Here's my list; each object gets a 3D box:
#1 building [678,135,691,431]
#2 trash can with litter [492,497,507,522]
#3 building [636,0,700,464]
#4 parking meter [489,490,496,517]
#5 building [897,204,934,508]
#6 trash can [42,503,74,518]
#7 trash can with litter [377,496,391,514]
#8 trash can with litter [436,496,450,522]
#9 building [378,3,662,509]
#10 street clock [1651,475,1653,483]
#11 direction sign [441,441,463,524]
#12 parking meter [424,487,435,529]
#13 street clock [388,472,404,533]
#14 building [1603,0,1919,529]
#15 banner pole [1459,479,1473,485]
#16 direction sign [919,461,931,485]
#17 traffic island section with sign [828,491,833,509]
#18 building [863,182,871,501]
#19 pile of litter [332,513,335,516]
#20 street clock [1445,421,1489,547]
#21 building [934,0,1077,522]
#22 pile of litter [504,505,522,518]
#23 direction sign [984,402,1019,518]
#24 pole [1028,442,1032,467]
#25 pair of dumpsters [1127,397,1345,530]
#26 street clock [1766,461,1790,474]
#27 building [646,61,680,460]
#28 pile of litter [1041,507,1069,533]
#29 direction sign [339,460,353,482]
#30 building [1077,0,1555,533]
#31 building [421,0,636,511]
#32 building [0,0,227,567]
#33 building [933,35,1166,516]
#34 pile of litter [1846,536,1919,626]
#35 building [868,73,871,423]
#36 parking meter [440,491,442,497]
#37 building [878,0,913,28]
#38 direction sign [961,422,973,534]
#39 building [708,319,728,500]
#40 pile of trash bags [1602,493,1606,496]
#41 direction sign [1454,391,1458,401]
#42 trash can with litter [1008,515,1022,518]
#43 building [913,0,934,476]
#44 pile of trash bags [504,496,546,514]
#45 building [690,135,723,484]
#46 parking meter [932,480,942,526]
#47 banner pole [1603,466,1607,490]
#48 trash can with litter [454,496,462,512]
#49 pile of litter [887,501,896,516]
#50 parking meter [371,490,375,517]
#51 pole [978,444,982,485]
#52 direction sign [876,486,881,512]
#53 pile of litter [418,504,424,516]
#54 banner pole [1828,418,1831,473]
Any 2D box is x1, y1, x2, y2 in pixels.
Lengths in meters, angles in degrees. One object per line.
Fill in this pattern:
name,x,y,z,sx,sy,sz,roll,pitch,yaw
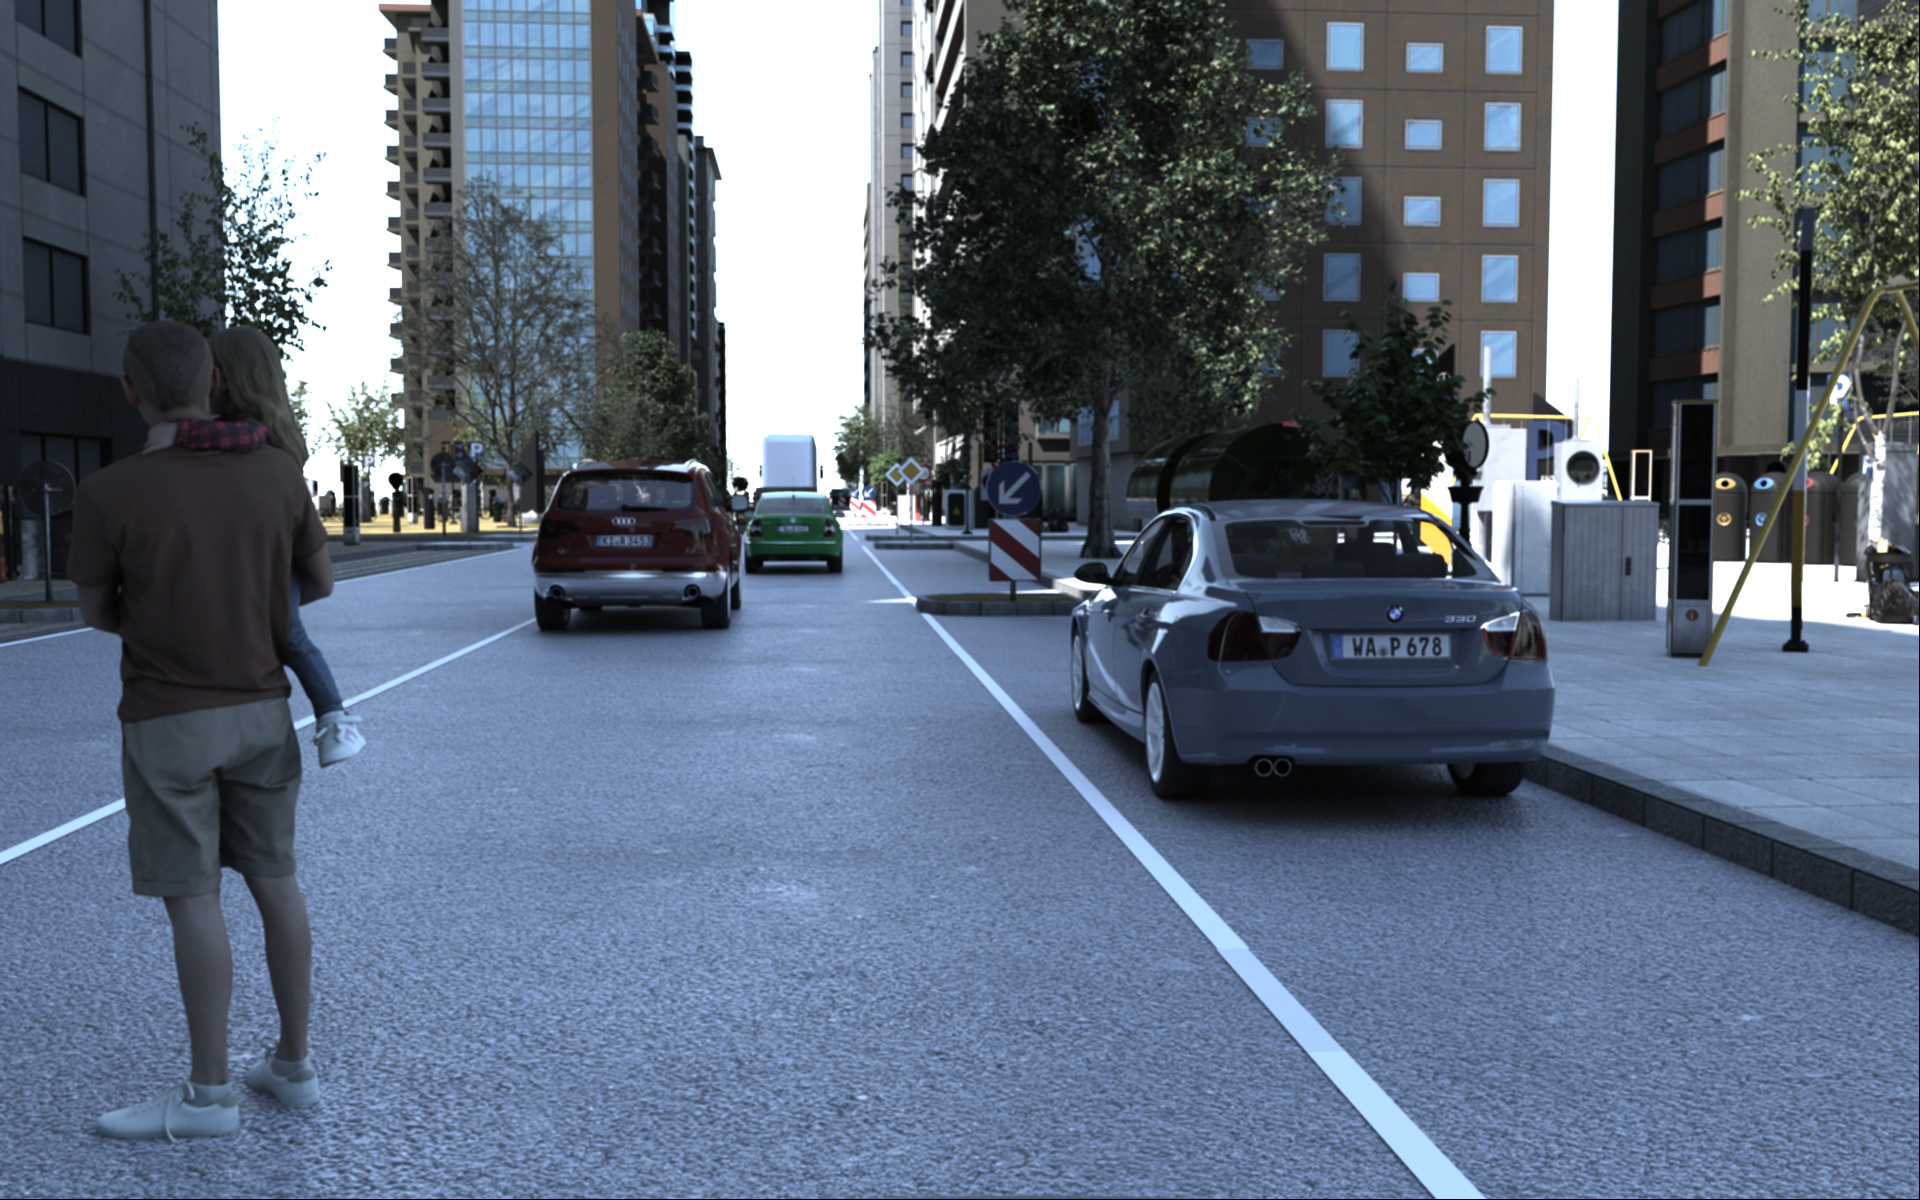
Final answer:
building,-37.263,-31.033,190.991,14.154,41.232,14.086,0,4,-5
trash can with litter,-20.749,-4.108,78.557,1.055,1.170,0.624,3,4,37
building,-44.706,-55.885,226.383,22.319,86.520,31.000,0,4,-5
parking meter,-26.372,-5.465,97.761,0.372,1.533,0.369,0,3,0
building,0.827,-24.215,167.622,14.160,30.474,14.107,0,4,-5
trash can,-14.613,-1.014,28.233,0.748,1.137,0.748,0,3,0
trash can with litter,-36.400,-5.993,109.371,0.624,1.170,1.055,1,4,10
trash can with litter,-23.946,-4.214,80.283,0.624,1.170,1.055,-1,4,-15
building,-38.498,-30.573,154.490,22.147,44.769,28.867,0,4,-5
street clock,22.825,-3.254,57.766,0.471,2.002,0.358,1,4,14
direction sign,-21.826,-5.048,74.535,0.876,3.537,0.379,-1,4,-15
parking meter,-19.407,-3.359,63.326,0.372,1.533,0.369,0,3,0
street clock,-18.761,-3.246,57.646,0.471,2.002,0.358,0,4,0
building,41.187,-25.384,69.651,28.867,44.769,22.147,0,4,-5
banner pole,16.370,-3.990,55.247,0.863,3.779,0.401,0,4,5
direction sign,-2.399,-7.770,119.038,0.876,3.537,0.379,1,4,19
traffic island section with sign,-10.604,-8.872,153.688,1.989,1.847,2.006,0,4,-5
building,-3.332,-38.658,255.755,21.300,48.544,21.600,0,4,-5
pile of litter,-37.705,-5.397,102.199,1.719,0.858,1.176,0,4,8
street clock,5.011,-0.773,17.201,0.471,2.002,0.358,-3,5,-40
building,10.000,-28.463,89.069,21.300,48.544,21.600,0,4,-5
pile of litter,-23.677,-4.784,92.183,1.719,0.858,1.176,-2,4,-29
direction sign,1.011,-3.102,42.722,0.876,3.537,0.379,1,4,14
pole,2.751,-4.549,68.211,0.158,3.312,0.155,0,3,0
pair of dumpsters,3.036,-1.035,19.423,1.574,2.255,4.437,0,4,-5
street clock,17.903,-2.040,37.928,0.358,2.002,0.471,-2,4,-34
building,-36.104,-32.179,176.242,14.600,45.320,14.200,0,4,-5
pile of litter,2.928,-2.696,58.037,1.719,0.858,1.176,-2,4,-26
direction sign,-41.169,-7.600,116.251,0.876,3.537,0.379,-1,4,-16
building,12.074,-25.277,63.382,14.200,45.320,14.600,0,4,-5
building,-32.458,-29.560,133.409,14.600,45.320,14.200,0,4,-5
building,-27.392,-36.275,31.356,20.611,71.187,20.563,0,4,-5
building,5.570,-28.797,120.948,14.600,45.320,14.200,0,4,-5
pile of litter,9.634,-0.216,17.502,1.176,0.858,1.719,2,4,24
building,-1.478,-42.120,230.658,21.231,58.520,28.212,0,4,-5
parking meter,-36.379,-6.936,121.817,0.372,1.533,0.369,0,3,0
building,1.673,-39.513,188.030,21.231,58.520,28.212,0,4,-5
direction sign,0.230,-3.861,55.129,0.379,3.537,0.876,1,4,12
building,-44.942,-31.011,278.729,14.160,30.474,14.107,0,4,-5
pile of trash bags,41.717,-6.077,109.118,3.447,1.369,1.912,-1,4,-9
direction sign,10.521,-2.811,37.952,0.876,3.537,0.379,-2,4,-24
trash can with litter,2.159,-2.972,59.972,1.055,1.170,0.624,0,4,5
building,10.127,-34.107,146.883,28.713,52.752,27.495,0,4,-5
pile of trash bags,-25.581,-5.660,102.295,3.447,1.369,1.912,3,5,40
building,-50.039,-40.823,256.690,28.713,52.752,27.495,0,4,-5
parking meter,-0.923,-3.911,69.661,0.255,1.863,0.399,-3,5,-45
banner pole,49.776,-8.805,133.971,0.863,3.779,0.401,0,4,1
trash can with litter,-35.917,-6.863,123.604,1.055,1.170,0.624,-1,4,-9
pile of litter,-3.632,-5.308,100.750,1.176,0.858,1.719,-2,4,-29
parking meter,-32.755,-5.383,96.421,0.372,1.533,0.369,0,3,0
pole,0.815,-4.660,70.039,0.158,3.312,0.155,0,3,0
direction sign,-5.948,-8.222,126.428,0.379,3.537,0.876,3,5,43
pile of litter,-31.663,-5.364,101.668,1.176,0.858,1.719,-1,4,-11
banner pole,28.511,-4.089,56.869,0.401,3.779,0.863,2,4,31
